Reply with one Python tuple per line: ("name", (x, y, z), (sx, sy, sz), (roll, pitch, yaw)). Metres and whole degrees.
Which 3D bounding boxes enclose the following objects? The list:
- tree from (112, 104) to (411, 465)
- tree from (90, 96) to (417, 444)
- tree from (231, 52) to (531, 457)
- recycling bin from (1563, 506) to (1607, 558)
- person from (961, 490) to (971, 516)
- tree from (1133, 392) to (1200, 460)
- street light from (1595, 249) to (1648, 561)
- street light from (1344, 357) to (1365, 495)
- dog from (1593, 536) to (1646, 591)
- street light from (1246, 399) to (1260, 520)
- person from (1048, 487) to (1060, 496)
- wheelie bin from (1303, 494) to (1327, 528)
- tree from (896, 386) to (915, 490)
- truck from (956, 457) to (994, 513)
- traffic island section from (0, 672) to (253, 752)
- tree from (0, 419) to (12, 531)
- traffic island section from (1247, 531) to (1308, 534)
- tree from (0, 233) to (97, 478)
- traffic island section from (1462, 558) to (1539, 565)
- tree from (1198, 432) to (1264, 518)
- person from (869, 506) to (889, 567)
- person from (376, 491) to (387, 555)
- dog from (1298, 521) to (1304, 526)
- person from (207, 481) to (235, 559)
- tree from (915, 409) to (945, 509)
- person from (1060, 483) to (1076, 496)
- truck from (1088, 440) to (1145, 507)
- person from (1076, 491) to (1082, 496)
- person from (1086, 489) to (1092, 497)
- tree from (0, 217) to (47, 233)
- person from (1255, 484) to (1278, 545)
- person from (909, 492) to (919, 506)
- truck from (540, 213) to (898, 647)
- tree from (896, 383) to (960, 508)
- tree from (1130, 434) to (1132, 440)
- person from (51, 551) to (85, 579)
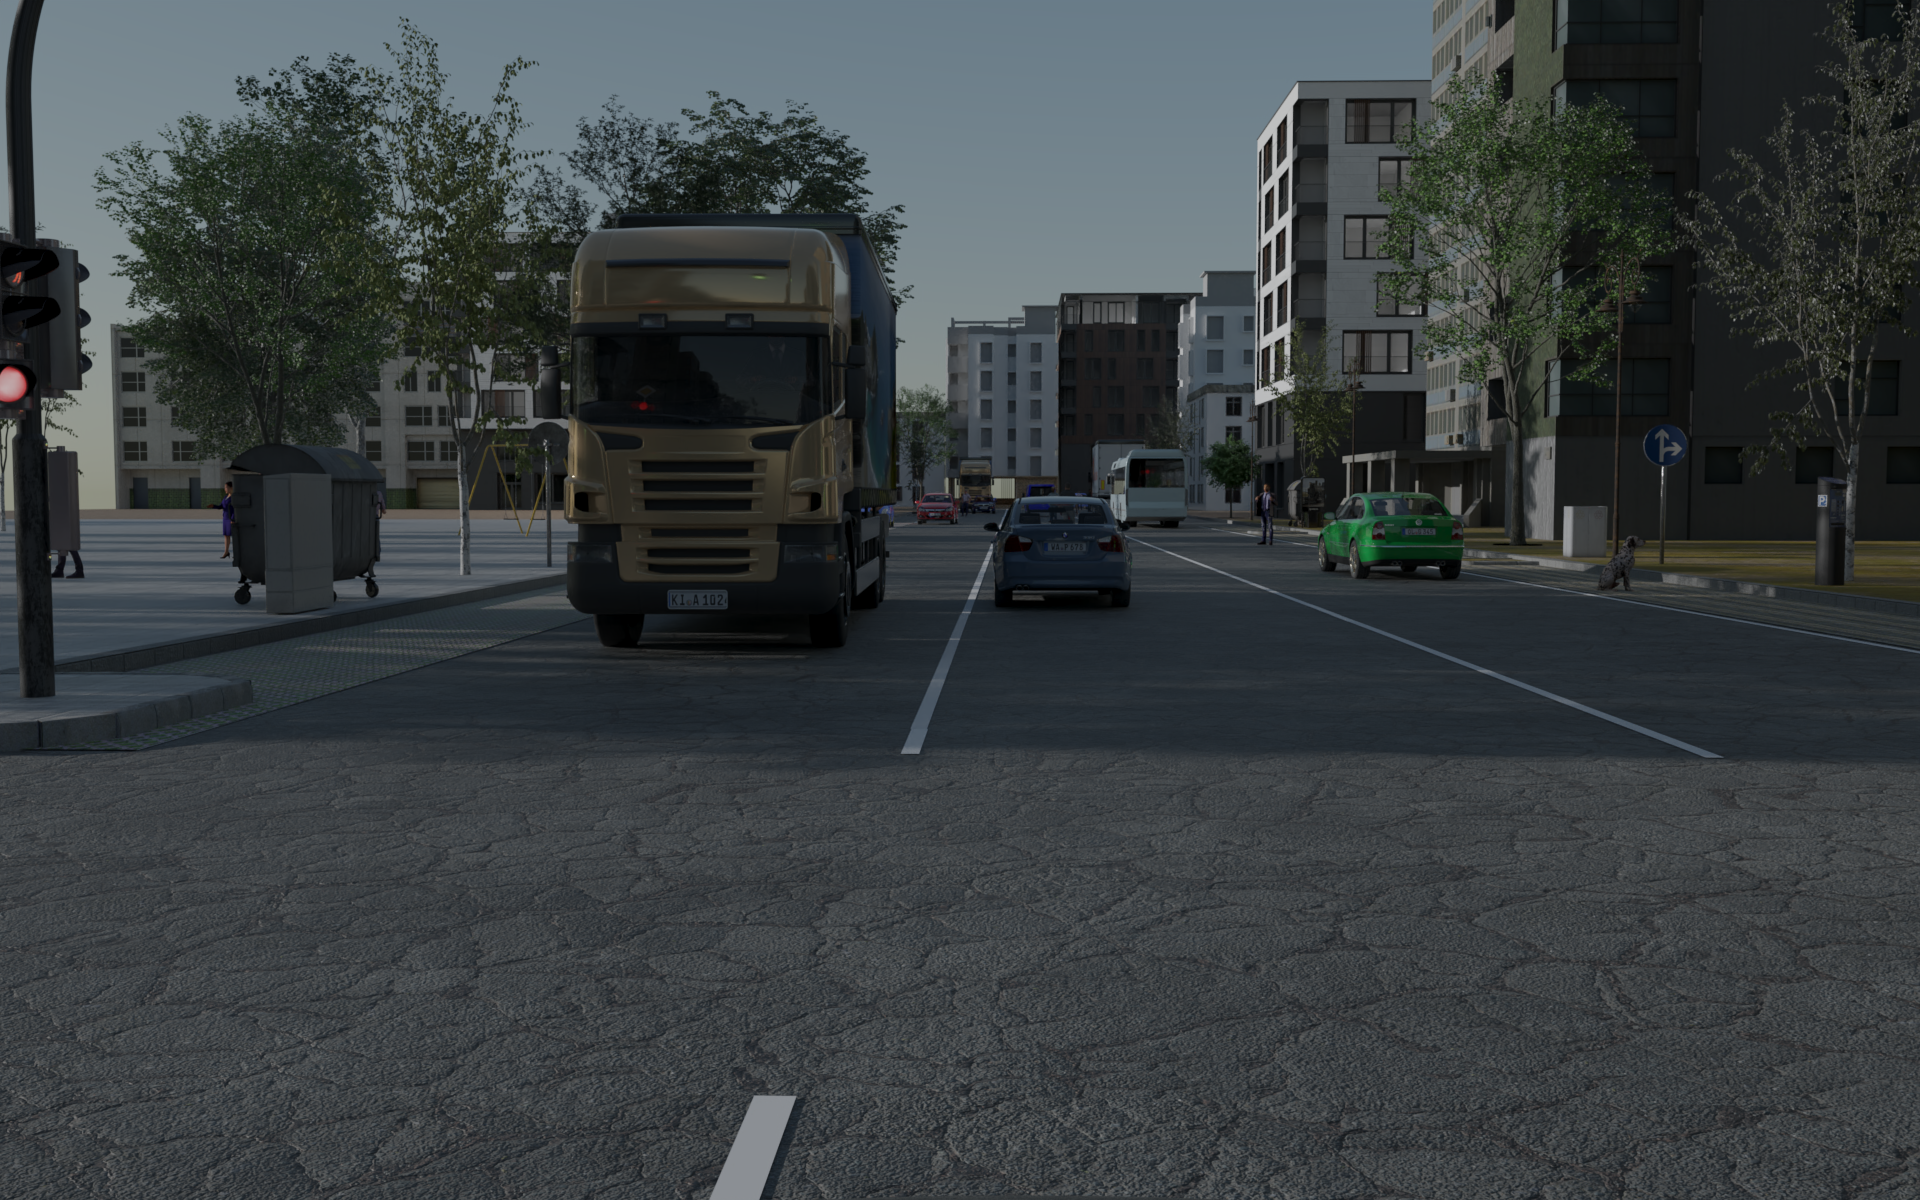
("tree", (-23.225, -9.243, 57.776), (9.857, 13.997, 8.962), (0, 3, 0))
("tree", (-18.706, -7.401, 46.755), (9.928, 11.665, 9.643), (0, 3, 0))
("tree", (-24.722, -13.298, 73.317), (12.611, 20.169, 13.585), (0, 3, 0))
("recycling bin", (12.736, -1.391, 35.293), (0.722, 1.027, 0.722), (1, 4, 9))
("person", (0.345, -6.218, 111.098), (0.436, 1.711, 0.756), (-3, 5, -44))
("tree", (15.412, -10.636, 124.268), (4.360, 8.622, 3.978), (0, 3, 0))
("street light", (12.493, -3.673, 32.836), (0.468, 5.910, 1.993), (0, 4, 2))
("street light", (13.329, -5.250, 58.630), (0.468, 5.910, 1.993), (0, 4, 2))
("dog", (9.633, -0.536, 25.607), (0.513, 0.831, 0.800), (-3, 4, -38))
("street light", (14.182, -6.807, 84.078), (0.468, 5.910, 1.993), (0, 4, 2))
("person", (4.713, -4.840, 87.724), (1.350, 1.814, 0.705), (2, 4, 35))
("wheelie bin", (13.556, -3.574, 66.342), (0.980, 1.594, 0.693), (0, 4, 3))
("tree", (-5.167, -9.732, 109.479), (4.360, 8.622, 3.978), (0, 3, 0))
("truck", (1.185, -8.896, 134.366), (2.839, 4.237, 11.283), (0, 4, 0))
("traffic island section", (-5.868, 0.691, 10.983), (2.009, 0.180, 2.903), (0, 4, 2))
("tree", (-33.240, -6.678, 59.548), (4.737, 8.622, 4.395), (0, 3, 0))
("traffic island section", (11.466, -2.441, 62.776), (1.991, 0.108, 1.994), (0, 4, 2))
("tree", (-25.480, -5.915, 47.068), (4.360, 8.622, 3.978), (0, 3, 0))
("traffic island section", (10.633, -0.783, 35.671), (1.991, 0.108, 1.994), (0, 4, 2))
("tree", (14.362, -6.615, 91.874), (4.285, 4.588, 4.351), (0, 3, 0))
("person", (-1.594, -1.302, 33.701), (0.340, 1.345, 0.435), (1, 4, 11))
("person", (-11.353, -1.552, 33.382), (0.435, 1.587, 0.963), (2, 4, 31))
("dog", (13.950, -3.423, 70.352), (0.800, 0.831, 0.513), (1, 4, 21))
("person", (-14.561, -1.586, 34.352), (0.453, 1.535, 0.546), (1, 4, 12))
("tree", (-3.655, -12.192, 149.700), (4.360, 8.622, 3.978), (0, 3, 0))
("person", (3.553, -2.928, 56.499), (0.598, 1.807, 0.434), (1, 4, 20))
("truck", (8.576, -6.499, 95.167), (2.839, 4.237, 11.283), (0, 4, 3))
("person", (10.646, -8.903, 155.009), (0.756, 1.711, 0.436), (1, 4, 18))
("person", (10.461, -8.002, 139.350), (0.705, 1.821, 1.348), (2, 4, 35))
("tree", (-22.782, -7.443, 32.070), (12.009, 13.543, 11.850), (0, 3, 0))
("person", (8.590, -2.406, 48.655), (0.431, 1.722, 0.655), (-3, 5, -44))
("person", (-4.045, -8.845, 153.912), (1.065, 1.426, 0.557), (3, 5, 40))
("truck", (-2.193, -1.880, 19.644), (2.839, 4.237, 11.283), (0, 4, 1))
("tree", (-3.752, -14.528, 163.282), (9.928, 11.665, 9.643), (0, 3, 0))
("tree", (15.647, -11.329, 135.592), (4.360, 8.622, 3.978), (0, 3, 0))
("person", (-13.671, -1.188, 26.391), (0.530, 1.710, 0.541), (-2, 4, -30))
